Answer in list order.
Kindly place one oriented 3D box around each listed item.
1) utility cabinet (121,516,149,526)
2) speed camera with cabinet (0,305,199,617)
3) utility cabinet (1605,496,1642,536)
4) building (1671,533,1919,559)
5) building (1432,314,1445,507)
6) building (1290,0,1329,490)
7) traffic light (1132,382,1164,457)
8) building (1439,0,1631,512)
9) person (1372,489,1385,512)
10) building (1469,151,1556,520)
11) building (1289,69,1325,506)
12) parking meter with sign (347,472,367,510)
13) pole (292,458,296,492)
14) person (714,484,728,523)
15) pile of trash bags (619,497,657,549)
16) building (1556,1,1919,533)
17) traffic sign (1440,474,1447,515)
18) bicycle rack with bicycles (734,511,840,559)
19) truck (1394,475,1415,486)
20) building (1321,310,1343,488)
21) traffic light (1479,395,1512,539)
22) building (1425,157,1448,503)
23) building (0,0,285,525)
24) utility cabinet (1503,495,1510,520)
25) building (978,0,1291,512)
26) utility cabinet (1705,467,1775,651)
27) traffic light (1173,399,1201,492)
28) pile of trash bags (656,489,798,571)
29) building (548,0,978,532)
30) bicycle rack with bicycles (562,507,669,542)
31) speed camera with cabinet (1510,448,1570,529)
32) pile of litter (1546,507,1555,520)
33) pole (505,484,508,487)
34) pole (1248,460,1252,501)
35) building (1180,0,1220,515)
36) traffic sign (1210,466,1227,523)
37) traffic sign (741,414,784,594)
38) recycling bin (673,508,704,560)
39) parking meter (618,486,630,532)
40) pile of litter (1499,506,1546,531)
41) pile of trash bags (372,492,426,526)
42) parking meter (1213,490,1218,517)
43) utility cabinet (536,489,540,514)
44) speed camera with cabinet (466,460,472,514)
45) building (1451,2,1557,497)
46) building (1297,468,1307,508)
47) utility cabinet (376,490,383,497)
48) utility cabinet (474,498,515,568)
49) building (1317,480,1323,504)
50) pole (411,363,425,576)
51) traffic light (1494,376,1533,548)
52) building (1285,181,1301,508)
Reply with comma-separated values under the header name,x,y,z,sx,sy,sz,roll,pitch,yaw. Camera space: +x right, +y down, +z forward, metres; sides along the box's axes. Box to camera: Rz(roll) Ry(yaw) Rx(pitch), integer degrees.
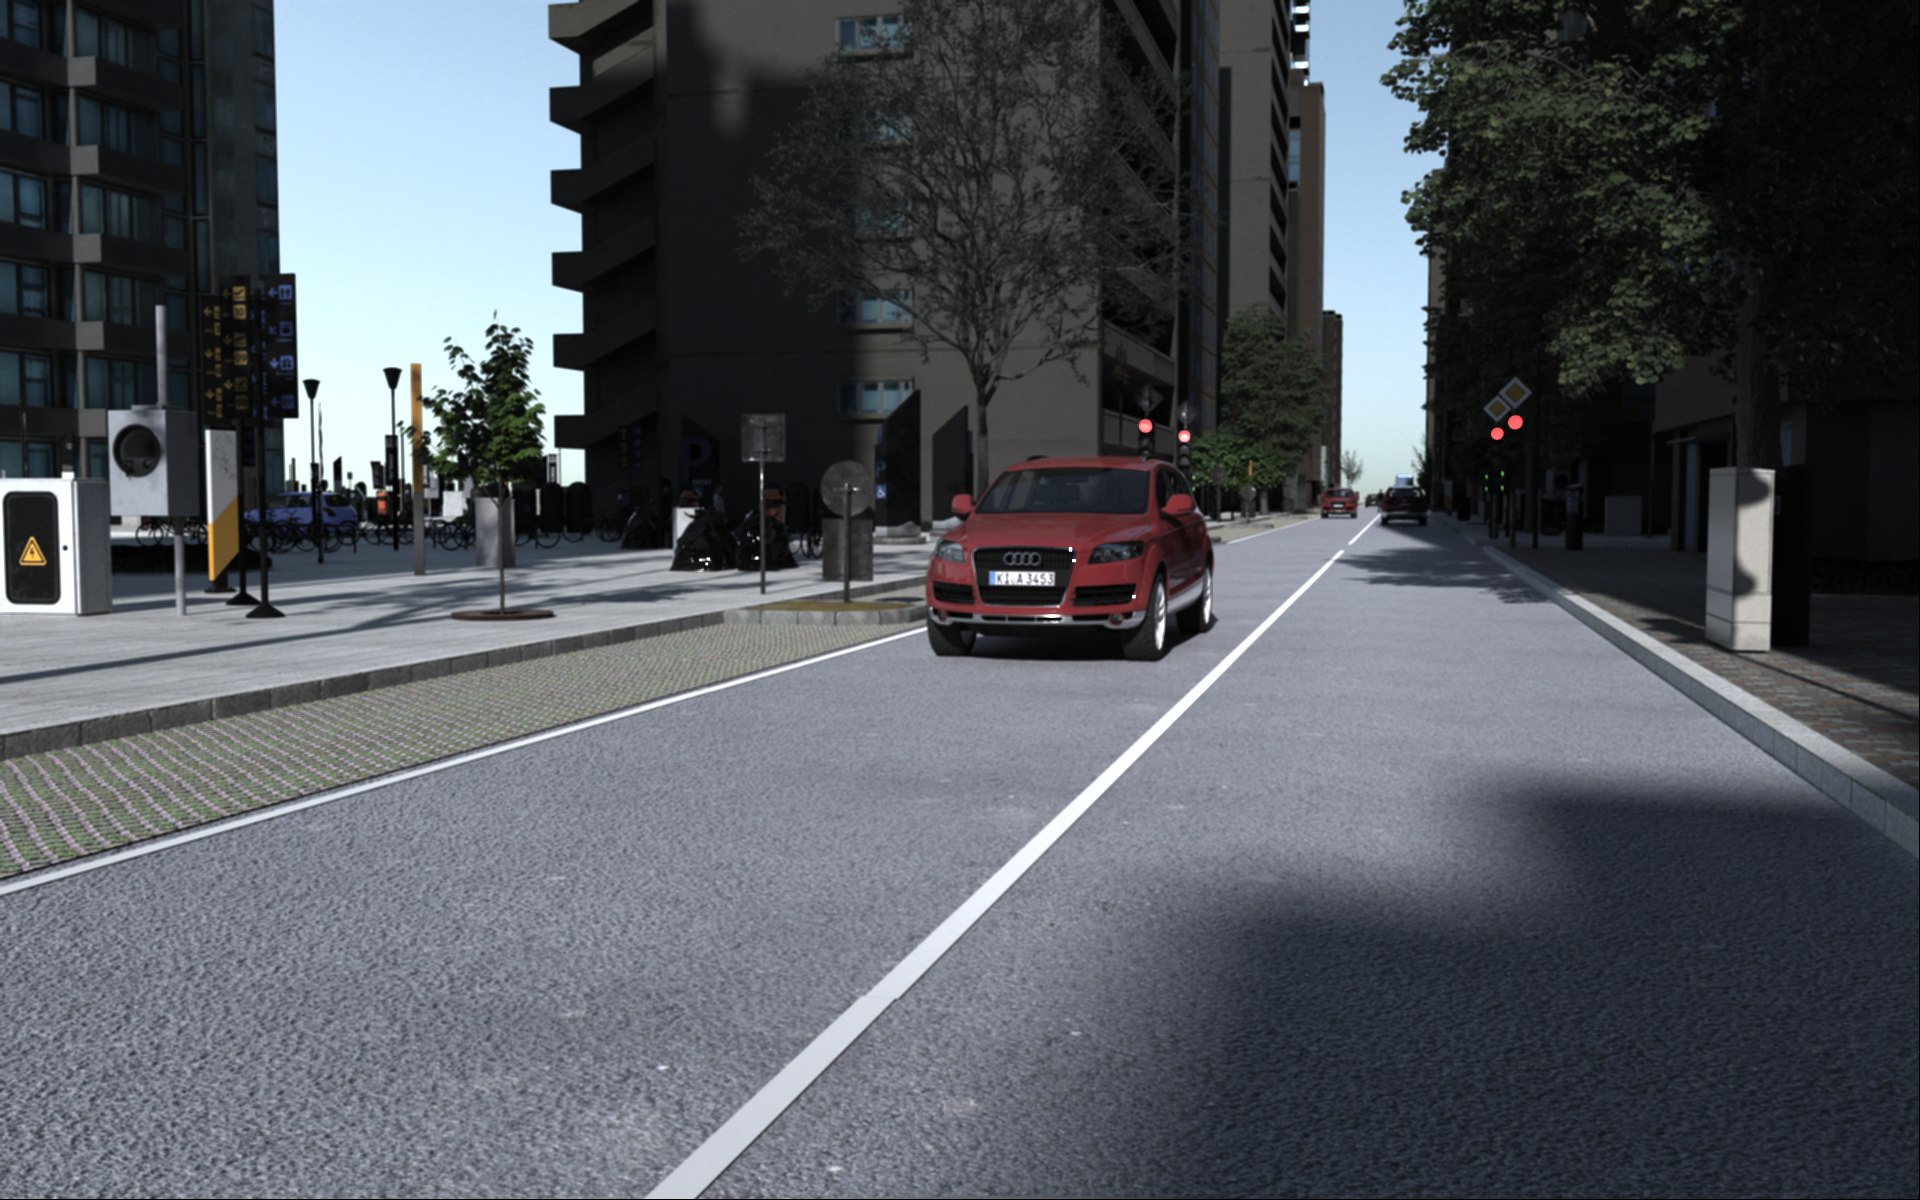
name,x,y,z,sx,sy,sz,roll,pitch,yaw
utility cabinet,-33.067,-3.564,69.436,1.020,1.237,0.306,0,4,6
speed camera with cabinet,-9.103,-1.461,18.227,2.038,3.252,0.660,1,4,11
utility cabinet,20.188,-2.541,52.709,1.020,1.237,0.306,1,4,9
building,20.934,-23.241,30.103,14.600,45.320,14.200,1,4,14
building,63.086,-20.325,177.346,27.650,21.520,28.899,1,4,14
building,41.921,-57.145,246.992,22.319,86.520,31.000,1,4,14
traffic light,4.714,-3.339,43.509,0.839,4.253,0.868,1,4,14
building,51.247,-30.976,156.569,14.600,45.320,14.200,1,4,14
person,32.756,-7.726,134.839,1.348,1.822,0.705,1,4,16
building,43.189,-15.376,96.442,27.650,21.520,28.899,1,4,14
building,32.045,-32.894,187.931,14.600,45.320,14.200,1,4,14
parking meter with sign,-47.783,-8.659,137.839,1.738,3.016,0.543,1,4,12
pole,-37.521,-6.344,97.565,0.158,3.312,0.155,0,3,0
person,-7.086,-2.532,50.655,0.466,1.731,0.760,3,5,39
pile of trash bags,-6.962,-1.972,42.000,1.912,1.369,3.447,0,4,7
building,31.441,-25.575,68.265,14.600,45.320,14.200,1,4,14
traffic sign,30.305,-6.597,107.970,0.768,2.556,0.104,1,4,16
bicycle rack with bicycles,-3.214,-1.372,35.818,2.852,0.926,2.925,2,4,28
truck,60.728,-15.109,236.795,2.967,4.110,18.799,1,4,15
building,51.950,-30.439,269.385,14.160,30.474,14.107,1,4,14
traffic light,15.181,-3.681,49.108,0.839,4.253,0.868,1,4,14
building,76.618,-37.846,242.476,21.300,48.544,21.600,1,4,14
building,-47.847,-27.951,76.606,30.456,49.044,23.786,1,4,14
utility cabinet,26.747,-4.480,84.404,0.306,1.237,1.020,0,4,3
building,14.572,-31.420,137.424,21.300,48.544,21.600,1,4,14
utility cabinet,6.516,-0.354,14.465,0.318,1.500,1.173,1,4,14
traffic light,6.686,-3.812,51.248,0.839,4.253,0.868,1,4,14
pile of trash bags,-3.706,-1.252,30.231,1.912,1.369,3.447,1,4,11
building,-3.259,-27.176,68.023,21.300,48.544,21.600,1,4,14
bicycle rack with bicycles,-9.004,-2.054,46.958,2.925,0.926,2.852,0,4,7
speed camera with cabinet,21.225,-4.222,63.361,2.038,3.252,0.660,0,4,-7
pile of litter,22.004,-3.172,65.825,1.719,0.858,1.176,1,4,10
pole,-20.374,-5.130,77.712,0.158,3.312,0.155,0,3,0
pole,17.263,-6.684,103.134,0.158,3.312,0.155,0,3,0
building,7.171,-27.480,99.414,14.600,45.320,14.200,1,4,14
traffic sign,11.549,-4.727,77.387,0.768,2.556,0.104,1,4,20
traffic sign,-2.521,-1.223,22.126,0.606,2.300,0.079,1,4,20
recycling bin,-4.882,-1.180,31.845,0.722,1.027,0.722,-1,4,-16
parking meter,-10.861,-2.911,56.009,0.372,1.533,0.369,0,3,0
pile of litter,19.589,-2.873,60.944,1.176,0.858,1.719,0,4,-5
pile of trash bags,-23.513,-3.807,71.994,1.912,1.369,3.447,0,4,-2
parking meter,13.664,-5.119,92.108,0.372,1.533,0.369,0,3,0
utility cabinet,-18.798,-4.247,78.114,1.173,1.500,0.318,0,4,7
speed camera with cabinet,-28.211,-6.356,98.258,0.660,3.252,2.038,-3,4,-36
building,50.107,-29.349,134.475,22.147,44.769,28.867,1,4,14
building,24.024,-44.828,171.193,20.563,71.187,20.611,1,4,14
utility cabinet,-33.311,-5.549,99.403,0.318,1.500,1.173,-1,4,-22
utility cabinet,-8.206,-1.189,30.596,0.306,1.237,1.020,-3,5,-40
building,30.348,-32.486,223.025,32.217,40.220,23.993,1,4,14
pole,-8.505,-2.039,27.174,0.158,3.312,0.155,0,3,0
traffic light,13.209,-3.208,41.369,0.839,4.253,0.868,1,4,14
building,22.770,-23.436,154.876,14.160,30.474,14.107,1,4,14
